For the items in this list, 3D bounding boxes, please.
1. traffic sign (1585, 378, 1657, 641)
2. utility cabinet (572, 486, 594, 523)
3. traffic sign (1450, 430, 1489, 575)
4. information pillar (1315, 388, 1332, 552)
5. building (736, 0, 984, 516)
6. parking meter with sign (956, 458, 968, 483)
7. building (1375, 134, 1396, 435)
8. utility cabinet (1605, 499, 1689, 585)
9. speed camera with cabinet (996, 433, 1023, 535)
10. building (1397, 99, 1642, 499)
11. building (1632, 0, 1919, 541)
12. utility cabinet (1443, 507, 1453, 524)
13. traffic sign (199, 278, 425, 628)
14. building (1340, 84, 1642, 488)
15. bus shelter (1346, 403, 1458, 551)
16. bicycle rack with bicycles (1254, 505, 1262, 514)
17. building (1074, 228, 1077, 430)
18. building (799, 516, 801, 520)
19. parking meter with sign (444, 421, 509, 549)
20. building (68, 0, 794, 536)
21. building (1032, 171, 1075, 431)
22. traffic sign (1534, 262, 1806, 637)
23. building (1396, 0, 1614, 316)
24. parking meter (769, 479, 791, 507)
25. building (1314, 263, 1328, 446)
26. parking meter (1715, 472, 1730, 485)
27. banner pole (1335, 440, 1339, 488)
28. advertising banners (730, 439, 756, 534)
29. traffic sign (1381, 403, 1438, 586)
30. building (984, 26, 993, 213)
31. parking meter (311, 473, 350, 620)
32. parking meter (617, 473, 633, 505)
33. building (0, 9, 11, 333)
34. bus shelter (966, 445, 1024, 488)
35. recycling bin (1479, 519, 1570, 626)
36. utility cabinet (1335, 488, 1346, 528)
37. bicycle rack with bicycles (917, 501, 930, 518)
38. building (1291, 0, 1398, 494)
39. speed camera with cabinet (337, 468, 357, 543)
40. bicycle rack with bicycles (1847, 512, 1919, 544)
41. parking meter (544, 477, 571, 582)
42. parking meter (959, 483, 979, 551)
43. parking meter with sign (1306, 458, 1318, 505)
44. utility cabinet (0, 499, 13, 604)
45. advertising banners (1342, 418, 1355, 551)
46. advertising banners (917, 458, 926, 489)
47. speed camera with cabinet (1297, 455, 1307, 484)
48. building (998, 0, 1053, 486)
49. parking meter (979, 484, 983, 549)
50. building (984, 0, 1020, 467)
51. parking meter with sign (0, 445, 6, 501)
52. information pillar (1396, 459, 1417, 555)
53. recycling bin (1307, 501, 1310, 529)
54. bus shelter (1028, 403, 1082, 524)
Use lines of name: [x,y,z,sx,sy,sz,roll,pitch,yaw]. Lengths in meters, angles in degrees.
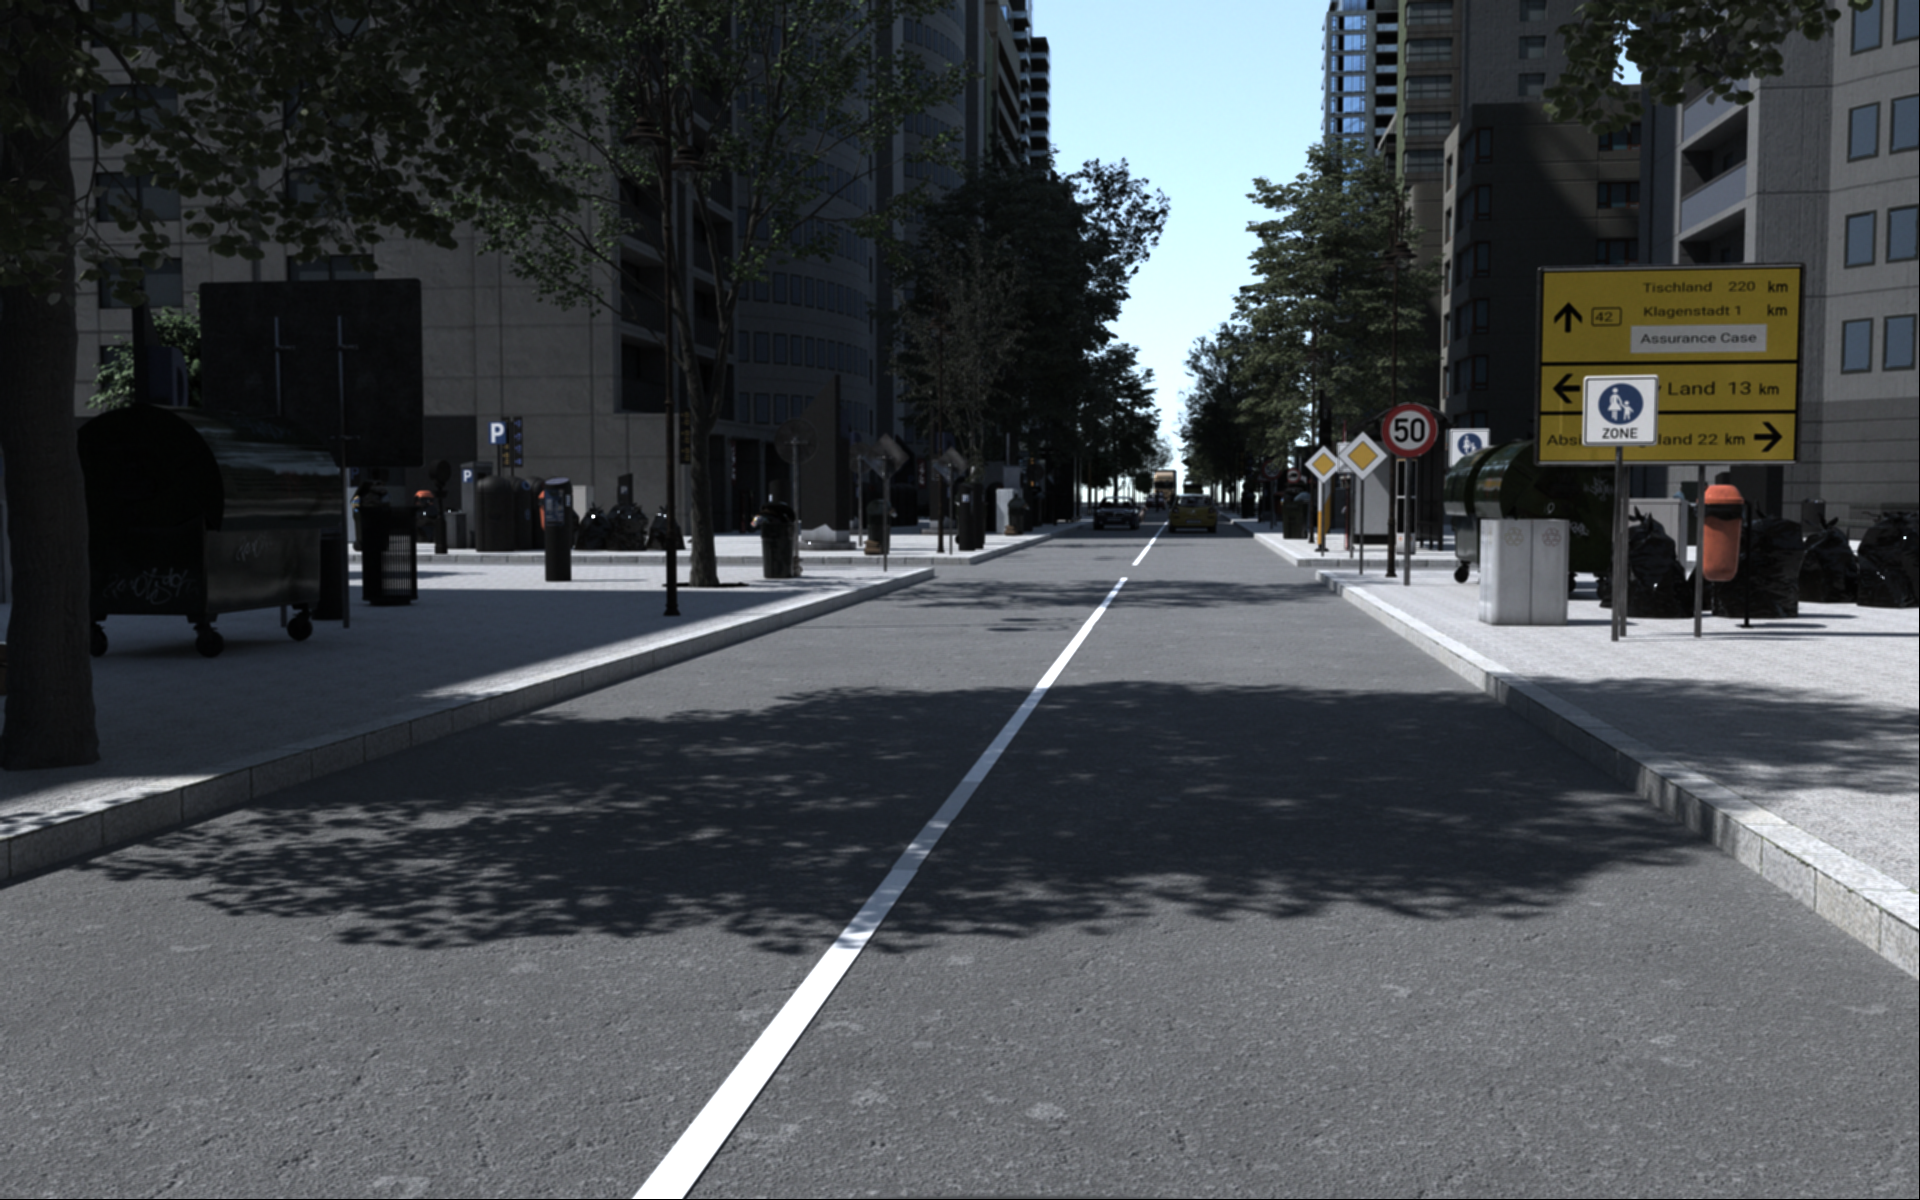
traffic sign: [5.710,-0.789,15.032,0.606,2.300,0.079,1,4,17]
utility cabinet: [-10.304,-2.311,46.456,1.173,1.500,0.318,3,4,36]
traffic sign: [8.009,-1.538,27.273,0.606,2.300,0.079,1,4,17]
information pillar: [8.135,-2.893,38.655,0.183,3.616,0.504,3,4,37]
building: [-10.281,-35.771,126.862,21.231,58.520,28.212,0,4,7]
parking meter with sign: [-0.154,-4.774,74.323,0.543,3.016,1.738,3,5,42]
building: [40.885,-22.587,141.001,14.160,30.474,14.107,0,4,7]
utility cabinet: [9.466,-0.778,23.886,1.020,1.237,0.306,3,5,43]
speed camera with cabinet: [1.606,-3.738,55.459,0.660,3.252,2.038,1,4,11]
building: [38.252,-14.955,89.557,27.650,21.520,28.899,0,4,7]
building: [37.580,-31.174,51.692,28.212,58.520,21.231,0,4,7]
utility cabinet: [20.517,-3.911,72.616,0.318,1.500,1.173,-2,4,-31]
traffic sign: [-6.201,-1.387,16.554,2.265,3.308,0.079,1,4,9]
building: [51.905,-28.542,158.537,32.217,40.220,23.993,0,4,7]
bus shelter: [10.402,-2.900,41.340,2.014,3.302,5.546,0,4,7]
bicycle rack with bicycles: [18.840,-5.580,104.619,2.925,0.926,2.852,2,4,23]
building: [10.116,-35.179,258.770,14.154,41.232,14.086,0,4,7]
building: [-15.731,-33.809,94.783,21.231,58.520,28.212,0,4,7]
parking meter with sign: [-11.450,-2.735,40.979,0.543,3.016,1.738,2,4,25]
building: [-17.117,-38.147,61.949,20.563,71.187,20.611,0,4,7]
building: [8.800,-36.341,244.280,14.600,45.320,14.200,0,4,7]
traffic sign: [6.288,-1.320,15.448,2.265,3.308,0.079,0,4,8]
building: [38.774,-27.092,126.541,14.154,41.232,14.086,0,4,7]
parking meter: [-3.058,-1.290,29.499,0.372,1.533,0.369,0,3,0]
building: [64.638,-34.278,252.328,32.217,40.220,23.993,0,4,7]
parking meter: [20.216,-2.461,45.952,0.255,1.863,0.399,0,4,-4]
banner pole: [17.129,-5.470,79.455,0.863,3.779,0.401,-2,4,-35]
advertising banners: [-7.086,-3.687,56.477,0.090,3.025,2.074,1,4,16]
traffic sign: [6.268,-1.474,24.213,0.768,2.556,0.104,1,4,14]
building: [-4.964,-28.403,147.983,14.154,41.232,14.086,0,4,7]
parking meter: [-6.466,-0.571,17.741,0.372,1.533,0.369,0,3,0]
parking meter: [-9.441,-2.638,48.847,0.399,1.863,0.255,1,4,9]
building: [-55.071,-23.119,69.879,23.993,40.220,32.217,0,4,7]
bus shelter: [1.415,-4.799,72.385,2.014,3.302,5.546,0,4,7]
recycling bin: [5.580,-0.282,17.158,0.722,1.027,0.722,0,4,6]
utility cabinet: [14.090,-3.406,64.365,1.173,1.500,0.318,-1,4,-12]
bicycle rack with bicycles: [-1.209,-5.762,107.597,2.925,0.926,2.852,2,4,32]
building: [55.635,-55.764,224.415,22.319,86.520,31.000,0,4,7]
speed camera with cabinet: [-16.345,-3.152,45.876,0.660,3.252,2.038,-2,4,-31]
bicycle rack with bicycles: [19.472,-1.348,35.428,2.852,0.926,2.925,1,4,14]
parking meter: [-5.923,-1.045,25.496,0.372,1.533,0.369,0,3,0]
parking meter: [0.157,-1.879,39.128,0.372,1.533,0.369,0,3,0]
parking meter with sign: [18.335,-5.669,88.947,1.738,3.016,0.543,1,4,18]
utility cabinet: [-11.712,-0.559,20.297,1.020,1.237,0.306,-1,4,-11]
advertising banners: [8.875,-2.654,39.584,0.090,3.025,2.074,0,4,6]
advertising banners: [-1.178,-5.409,84.631,2.074,3.025,0.090,2,4,24]
speed camera with cabinet: [16.407,-5.674,87.110,2.038,3.252,0.660,1,4,14]
building: [1.424,-55.570,221.239,22.319,86.520,31.000,0,4,7]
parking meter: [0.361,-1.955,40.378,0.372,1.533,0.369,0,3,0]
building: [-5.860,-33.185,166.275,21.300,48.544,21.600,0,4,7]
parking meter with sign: [-32.107,-3.686,56.533,0.543,3.016,1.738,1,4,13]
information pillar: [9.449,-1.968,36.664,0.304,2.012,0.304,-2,4,-27]
recycling bin: [12.599,-3.154,64.128,0.722,1.027,0.722,2,4,29]
bus shelter: [4.396,-6.171,78.536,2.179,5.291,8.768,0,4,7]
